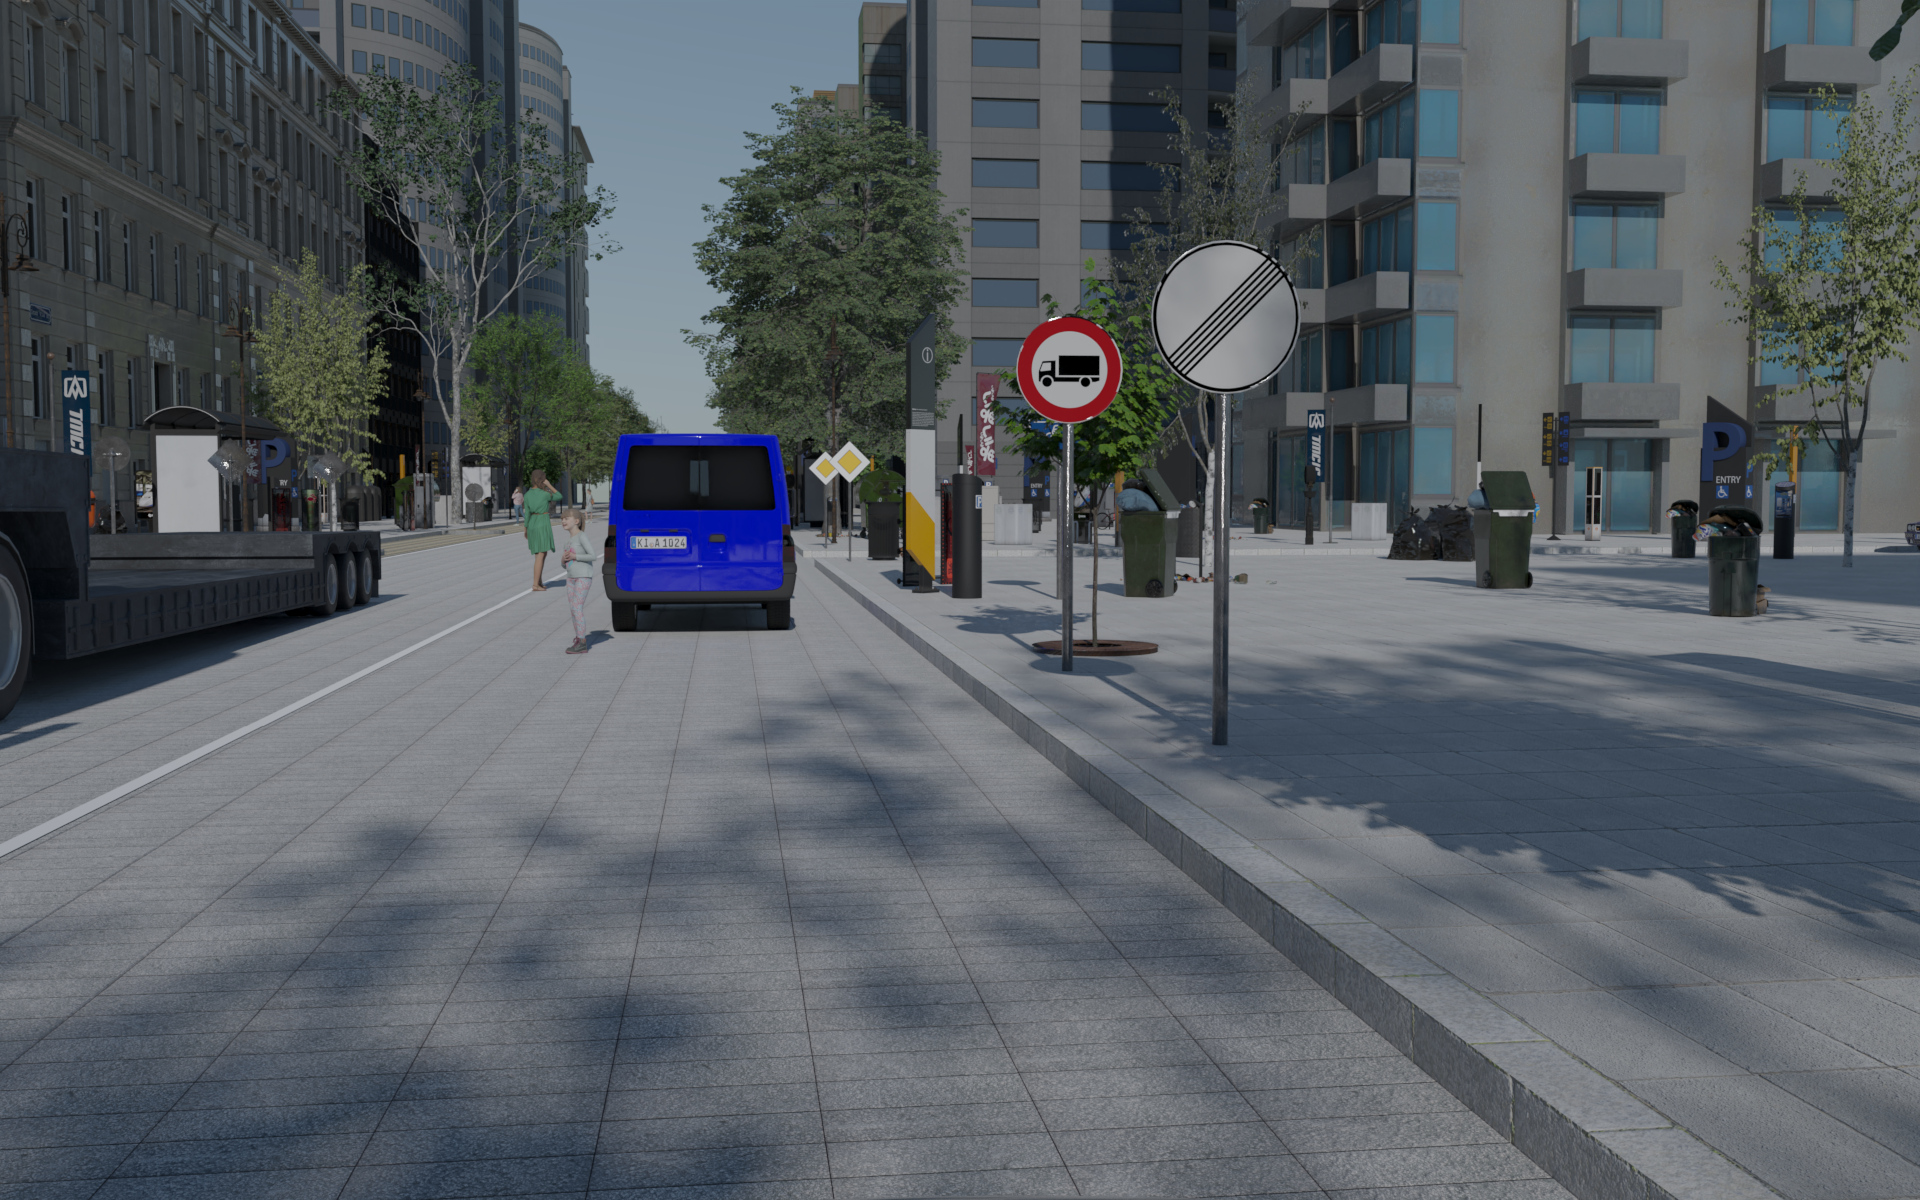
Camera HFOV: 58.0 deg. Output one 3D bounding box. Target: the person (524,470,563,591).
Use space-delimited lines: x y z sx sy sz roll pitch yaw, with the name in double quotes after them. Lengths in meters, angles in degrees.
-6.255 -1.037 25.704 0.600 1.795 0.529 1 4 16 "person"

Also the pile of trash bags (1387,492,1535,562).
10.166 -1.495 34.192 3.447 1.369 1.912 -2 4 -35 "pile of trash bags"

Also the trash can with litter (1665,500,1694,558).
14.583 -1.445 35.012 0.624 1.170 1.055 1 4 22 "trash can with litter"

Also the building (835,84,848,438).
-5.809 -30.178 177.003 14.154 41.232 14.086 0 4 -8 "building"

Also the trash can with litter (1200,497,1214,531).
8.786 -2.971 59.963 0.624 1.170 1.055 -2 4 -34 "trash can with litter"

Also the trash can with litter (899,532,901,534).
-1.820 -2.586 53.674 1.055 1.170 0.624 1 4 11 "trash can with litter"

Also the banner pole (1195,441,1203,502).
11.243 -5.651 82.407 0.863 3.779 0.401 0 4 -7 "banner pole"

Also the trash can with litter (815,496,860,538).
-3.577 -2.513 52.140 1.678 1.210 2.233 2 4 26 "trash can with litter"

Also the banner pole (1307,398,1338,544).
9.424 -3.366 45.054 0.863 3.779 0.401 1 4 14 "banner pole"

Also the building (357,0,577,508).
-59.789 -41.132 214.514 21.231 58.520 28.212 0 4 -8 "building"

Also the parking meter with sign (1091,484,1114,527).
5.594 -4.321 66.906 0.543 3.016 1.738 -3 4 -38 "parking meter with sign"

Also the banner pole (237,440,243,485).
-22.935 -3.998 55.387 0.863 3.779 0.401 3 5 40 "banner pole"

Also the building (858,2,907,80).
-1.803 -28.468 149.053 14.154 41.232 14.086 0 4 -8 "building"

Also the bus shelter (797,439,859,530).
-4.889 -4.282 63.939 2.014 3.302 5.546 0 4 -8 "bus shelter"

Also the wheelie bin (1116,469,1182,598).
2.341 -0.839 21.634 0.693 1.594 0.980 2 4 24 "wheelie bin"

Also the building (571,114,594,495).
-66.263 -39.917 241.873 28.713 52.752 27.495 0 4 -8 "building"

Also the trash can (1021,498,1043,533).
2.364 -2.767 56.900 0.748 1.137 0.748 0 3 0 "trash can"

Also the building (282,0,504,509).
-50.958 -37.333 152.388 21.231 58.520 28.212 0 4 -8 "building"

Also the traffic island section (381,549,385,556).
-14.275 -1.042 39.311 2.009 0.180 2.903 0 4 -8 "traffic island section"

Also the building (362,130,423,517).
-39.510 -16.658 102.044 12.332 23.373 15.834 0 4 -8 "building"

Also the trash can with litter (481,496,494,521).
-22.434 -4.285 81.440 1.055 1.170 0.624 2 4 31 "trash can with litter"

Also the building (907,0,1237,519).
7.378 -34.235 101.736 21.231 58.520 28.212 0 4 -8 "building"

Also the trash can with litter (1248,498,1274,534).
9.737 -2.719 55.851 0.624 1.170 1.055 2 4 27 "trash can with litter"

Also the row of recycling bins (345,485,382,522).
-28.144 -4.572 81.861 1.069 1.692 3.534 0 4 -2 "row of recycling bins"

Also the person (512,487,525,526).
-19.846 -4.226 78.189 0.643 1.750 0.593 2 4 26 "person"

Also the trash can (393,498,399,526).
-22.383 -3.536 69.467 0.748 1.137 0.748 0 3 0 "trash can"

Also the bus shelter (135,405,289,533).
-18.121 -2.959 42.305 2.014 3.302 5.546 0 4 -7 "bus shelter"

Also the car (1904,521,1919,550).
24.606 -1.742 41.063 3.894 1.354 1.945 -1 4 -8 "car"

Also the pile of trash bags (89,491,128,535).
-20.953 -1.942 41.509 1.912 1.369 3.447 -2 4 -26 "pile of trash bags"

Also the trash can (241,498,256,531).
-23.335 -2.738 56.418 0.748 1.137 0.748 0 3 0 "trash can"

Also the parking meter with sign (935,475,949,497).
-0.817 -4.483 69.566 1.738 3.016 0.543 3 5 44 "parking meter with sign"

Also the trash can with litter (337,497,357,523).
-27.582 -4.069 77.915 1.055 1.170 0.624 -1 4 -22 "trash can with litter"

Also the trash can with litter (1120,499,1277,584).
3.562 -0.869 25.270 1.678 1.210 2.233 -3 5 -44 "trash can with litter"

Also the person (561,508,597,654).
-3.467 -0.175 15.641 0.425 1.301 0.394 2 4 25 "person"

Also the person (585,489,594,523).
-18.299 -4.649 85.508 0.522 1.701 0.512 0 4 3 "person"

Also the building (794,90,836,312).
-14.174 -43.940 260.420 21.231 58.520 28.212 0 4 -8 "building"

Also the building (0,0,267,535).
-32.177 -15.853 56.466 12.463 27.353 25.104 0 4 -8 "building"

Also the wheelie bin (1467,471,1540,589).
7.371 -0.962 23.630 0.980 1.594 0.693 0 4 -8 "wheelie bin"

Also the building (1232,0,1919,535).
25.483 -27.178 63.968 30.456 49.044 23.786 0 4 -8 "building"

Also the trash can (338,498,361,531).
-20.812 -2.900 59.067 0.748 1.137 0.748 0 3 0 "trash can"

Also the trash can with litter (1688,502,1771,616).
8.220 -0.428 18.383 0.624 1.170 1.055 3 4 37 "trash can with litter"

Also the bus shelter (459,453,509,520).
-24.479 -5.804 88.816 2.014 3.302 5.546 0 4 -8 "bus shelter"

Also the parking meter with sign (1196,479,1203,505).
12.027 -5.626 88.242 1.738 3.016 0.543 0 4 8 "parking meter with sign"

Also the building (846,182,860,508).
-3.791 -23.952 163.311 14.160 30.474 14.107 0 4 -8 "building"

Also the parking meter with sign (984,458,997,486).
1.376 -5.261 82.278 0.543 3.016 1.738 1 4 10 "parking meter with sign"

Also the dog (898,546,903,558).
-1.377 -1.012 35.840 0.540 0.507 0.406 -1 4 -12 "dog"

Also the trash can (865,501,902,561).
-1.475 -1.335 33.485 0.748 1.137 0.748 0 3 0 "trash can"

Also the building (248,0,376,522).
-36.288 -17.386 81.523 12.463 27.353 25.104 0 4 -8 "building"

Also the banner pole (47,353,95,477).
-15.853 -2.494 30.788 0.863 3.779 0.401 -1 4 -10 "banner pole"
